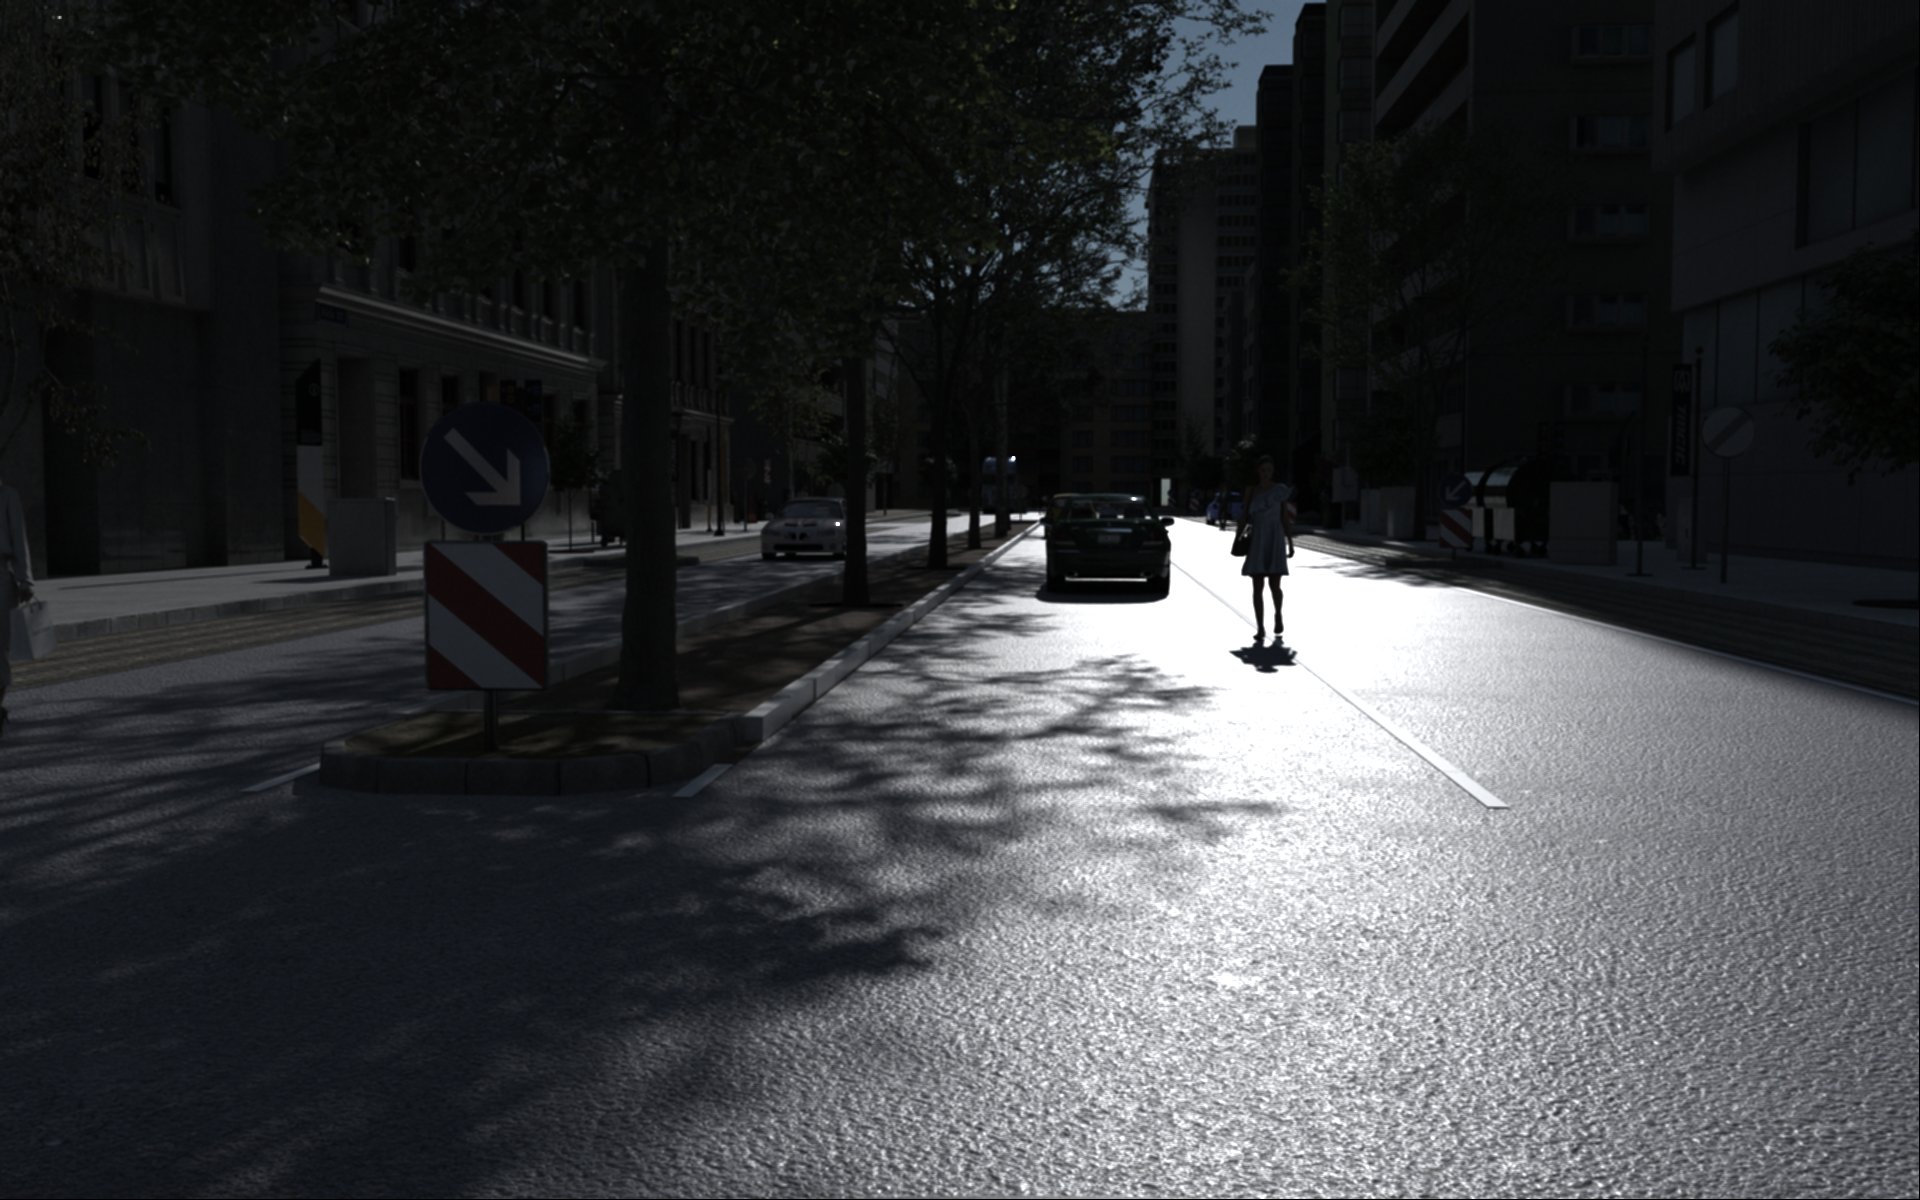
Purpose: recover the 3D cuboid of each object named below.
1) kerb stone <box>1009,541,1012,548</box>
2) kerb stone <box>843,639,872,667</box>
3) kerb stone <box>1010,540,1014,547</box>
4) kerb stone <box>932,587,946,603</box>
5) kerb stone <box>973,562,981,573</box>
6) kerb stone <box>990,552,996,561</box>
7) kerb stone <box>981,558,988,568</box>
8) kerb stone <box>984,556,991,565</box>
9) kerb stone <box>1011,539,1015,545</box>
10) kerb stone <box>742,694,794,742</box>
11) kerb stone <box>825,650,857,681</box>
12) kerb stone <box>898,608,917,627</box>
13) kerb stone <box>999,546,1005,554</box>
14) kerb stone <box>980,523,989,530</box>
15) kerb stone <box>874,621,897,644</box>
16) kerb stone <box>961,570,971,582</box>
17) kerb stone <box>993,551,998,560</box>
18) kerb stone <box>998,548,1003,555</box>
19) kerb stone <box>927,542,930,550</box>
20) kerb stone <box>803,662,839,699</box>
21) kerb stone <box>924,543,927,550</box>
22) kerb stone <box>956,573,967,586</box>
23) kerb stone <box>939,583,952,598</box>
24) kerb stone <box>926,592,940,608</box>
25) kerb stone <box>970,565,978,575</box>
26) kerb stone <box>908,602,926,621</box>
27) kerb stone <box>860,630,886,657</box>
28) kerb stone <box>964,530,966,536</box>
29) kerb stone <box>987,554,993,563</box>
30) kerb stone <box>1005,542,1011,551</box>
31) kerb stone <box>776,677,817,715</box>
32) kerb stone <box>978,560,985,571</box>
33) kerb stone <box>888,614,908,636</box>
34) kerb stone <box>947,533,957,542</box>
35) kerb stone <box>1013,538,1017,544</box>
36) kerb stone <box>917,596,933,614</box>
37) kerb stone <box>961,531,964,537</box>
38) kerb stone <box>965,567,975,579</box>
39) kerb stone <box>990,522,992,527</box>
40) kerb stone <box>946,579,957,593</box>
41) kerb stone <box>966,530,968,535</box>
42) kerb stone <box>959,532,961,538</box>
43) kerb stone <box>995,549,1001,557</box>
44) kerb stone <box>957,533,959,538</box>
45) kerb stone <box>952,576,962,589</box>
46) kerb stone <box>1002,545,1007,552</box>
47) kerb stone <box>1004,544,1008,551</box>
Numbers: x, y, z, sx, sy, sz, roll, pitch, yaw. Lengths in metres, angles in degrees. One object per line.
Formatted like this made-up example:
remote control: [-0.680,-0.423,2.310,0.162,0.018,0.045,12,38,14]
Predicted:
kerb stone: [1.191,-1.349,44.246,0.120,0.150,1.000,0,4,4]
kerb stone: [-0.885,0.466,14.572,0.120,0.150,1.000,0,4,4]
kerb stone: [1.256,-1.411,45.269,0.120,0.150,1.000,0,4,4]
kerb stone: [-0.311,-0.033,22.742,0.120,0.150,1.000,0,4,4]
kerb stone: [0.249,-0.535,30.935,0.120,0.150,1.000,0,4,4]
kerb stone: [0.610,-0.848,36.058,0.120,0.150,1.000,0,4,4]
kerb stone: [0.393,-0.658,32.975,0.120,0.150,1.000,0,4,4]
kerb stone: [0.468,-0.722,33.998,0.120,0.150,1.000,0,4,4]
kerb stone: [1.327,-1.475,46.305,0.120,0.150,1.000,0,4,4]
kerb stone: [-1.161,0.717,10.486,0.120,0.150,1.000,0,4,4]
kerb stone: [-0.953,0.529,13.552,0.120,0.150,1.000,0,4,4]
kerb stone: [-0.603,0.216,18.660,0.120,0.150,1.000,0,4,4]
kerb stone: [0.904,-1.098,40.163,0.120,0.150,1.000,0,4,4]
kerb stone: [1.008,-3.046,71.998,0.120,0.150,1.000,0,4,4]
kerb stone: [-0.740,0.341,16.616,0.120,0.150,1.000,0,4,4]
kerb stone: [0.042,-0.344,27.854,0.120,0.150,1.000,0,4,4]
kerb stone: [0.681,-0.911,37.092,0.120,0.150,1.000,0,4,4]
kerb stone: [0.823,-1.032,39.142,0.120,0.150,1.000,0,4,4]
kerb stone: [-0.904,-1.358,44.391,0.120,0.150,1.000,0,4,4]
kerb stone: [-1.024,0.593,12.526,0.120,0.150,1.000,0,4,4]
kerb stone: [-0.988,-1.294,43.360,0.120,0.150,1.000,0,4,4]
kerb stone: [-0.027,-0.284,26.834,0.120,0.150,1.000,0,4,4]
kerb stone: [-0.246,-0.095,23.774,0.120,0.150,1.000,0,4,4]
kerb stone: [-0.384,0.030,21.723,0.120,0.150,1.000,0,4,4]
kerb stone: [0.184,-0.471,29.915,0.120,0.150,1.000,0,4,4]
kerb stone: [-0.525,0.154,19.683,0.120,0.150,1.000,0,4,4]
kerb stone: [-0.809,0.404,15.592,0.120,0.150,1.000,0,4,4]
kerb stone: [0.011,-2.168,57.690,0.120,0.150,1.000,0,4,4]
kerb stone: [0.533,-0.780,35.028,0.120,0.150,1.000,0,4,4]
kerb stone: [1.119,-1.286,43.226,0.120,0.150,1.000,0,4,4]
kerb stone: [-1.105,0.657,11.507,0.120,0.150,1.000,0,4,4]
kerb stone: [0.329,-0.597,31.954,0.120,0.150,1.000,0,4,4]
kerb stone: [-0.670,0.280,17.636,0.120,0.150,1.000,0,4,4]
kerb stone: [-0.272,-1.920,53.592,0.120,0.150,1.000,0,4,4]
kerb stone: [1.406,-1.526,47.333,0.120,0.150,1.000,0,4,4]
kerb stone: [-0.454,0.091,20.702,0.120,0.150,1.000,0,4,4]
kerb stone: [-0.054,-2.106,56.669,0.120,0.150,1.000,0,4,4]
kerb stone: [0.115,-0.409,28.885,0.120,0.150,1.000,0,4,4]
kerb stone: [1.158,-3.171,74.049,0.120,0.150,1.000,0,4,4]
kerb stone: [-0.171,-0.158,24.794,0.120,0.150,1.000,0,4,4]
kerb stone: [0.093,-2.233,58.709,0.120,0.150,1.000,0,4,4]
kerb stone: [-0.132,-2.046,55.650,0.120,0.150,1.000,0,4,4]
kerb stone: [0.755,-0.973,38.111,0.120,0.150,1.000,0,4,4]
kerb stone: [-0.202,-1.983,54.620,0.120,0.150,1.000,0,4,4]
kerb stone: [-0.103,-0.221,25.814,0.120,0.150,1.000,0,4,4]
kerb stone: [0.971,-1.161,41.183,0.120,0.150,1.000,0,4,4]
kerb stone: [1.037,-1.224,42.204,0.120,0.150,1.000,0,4,4]
